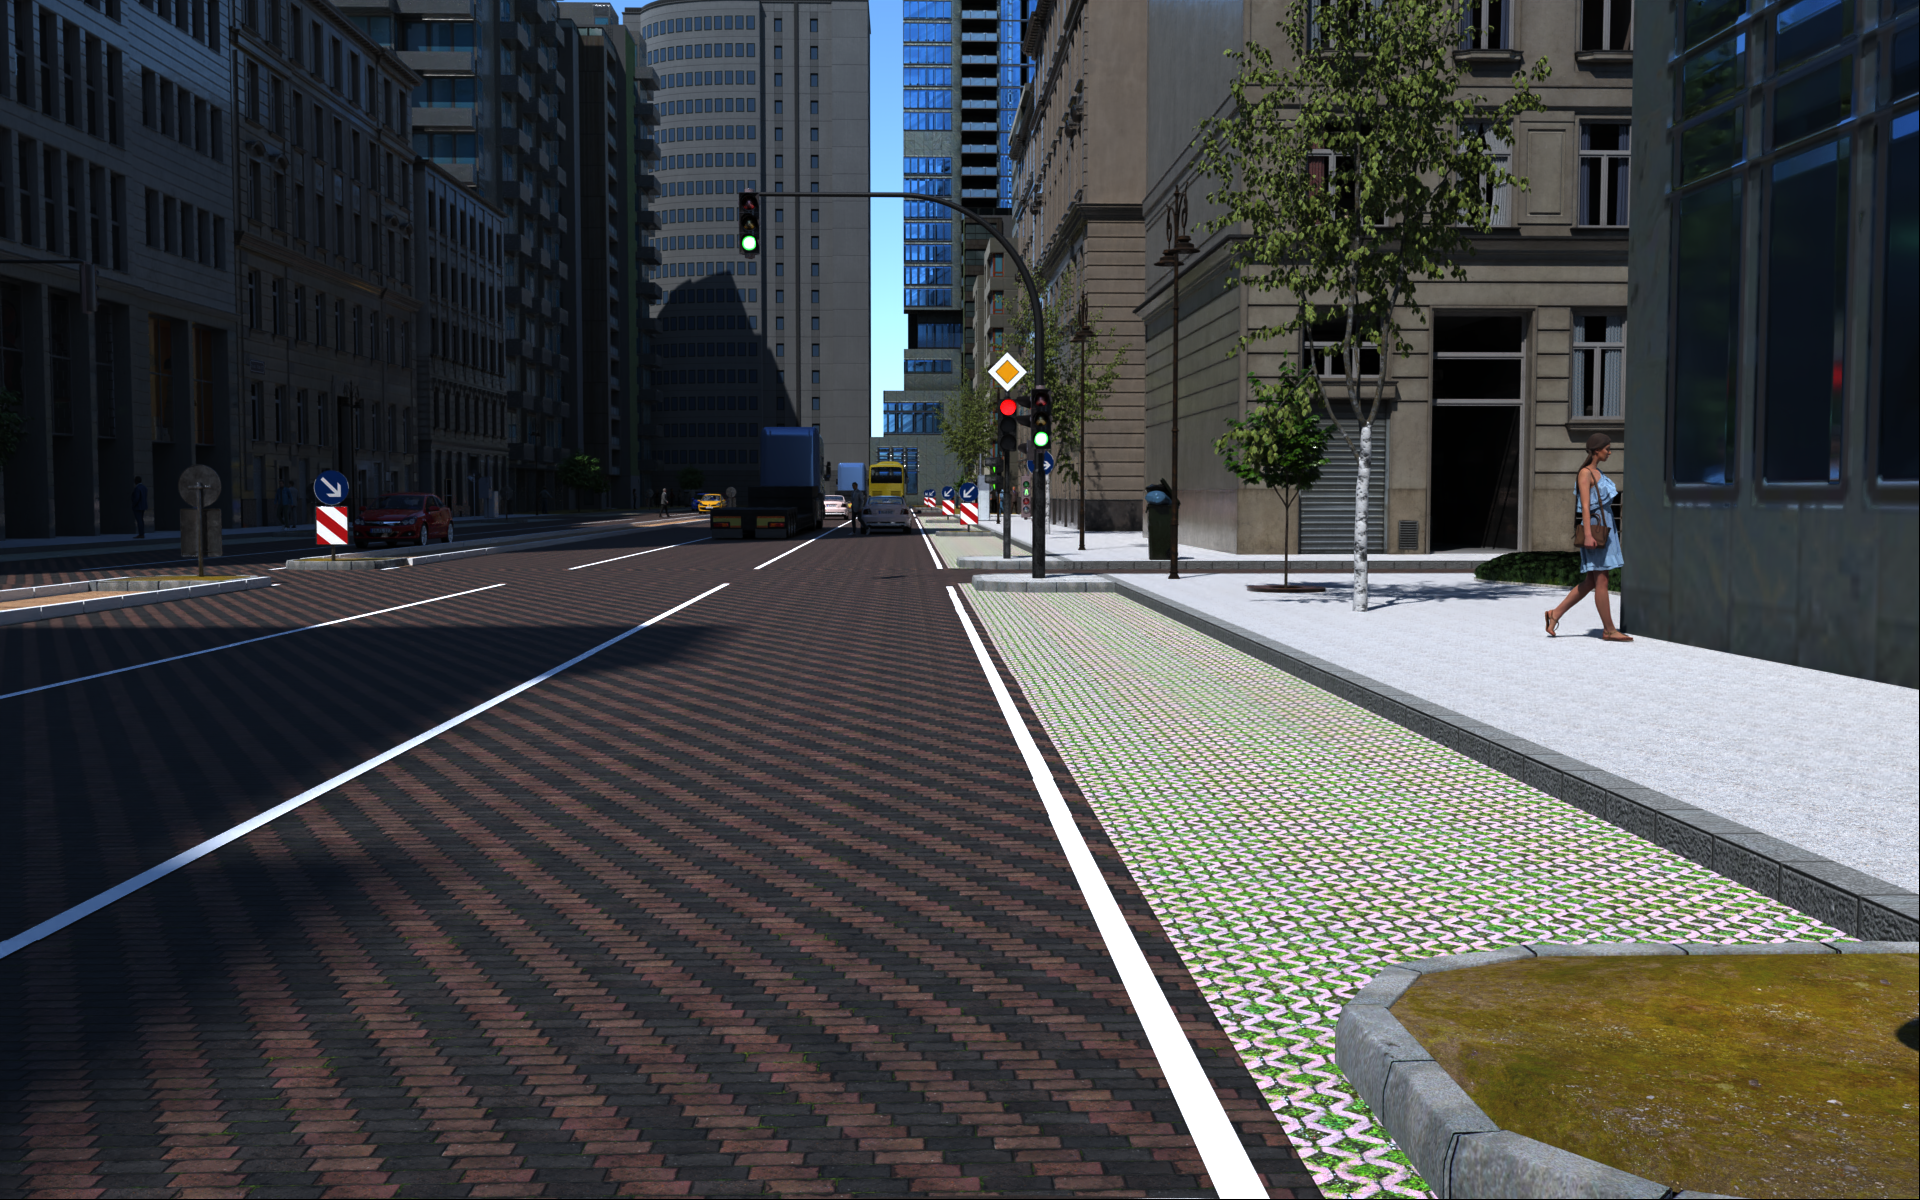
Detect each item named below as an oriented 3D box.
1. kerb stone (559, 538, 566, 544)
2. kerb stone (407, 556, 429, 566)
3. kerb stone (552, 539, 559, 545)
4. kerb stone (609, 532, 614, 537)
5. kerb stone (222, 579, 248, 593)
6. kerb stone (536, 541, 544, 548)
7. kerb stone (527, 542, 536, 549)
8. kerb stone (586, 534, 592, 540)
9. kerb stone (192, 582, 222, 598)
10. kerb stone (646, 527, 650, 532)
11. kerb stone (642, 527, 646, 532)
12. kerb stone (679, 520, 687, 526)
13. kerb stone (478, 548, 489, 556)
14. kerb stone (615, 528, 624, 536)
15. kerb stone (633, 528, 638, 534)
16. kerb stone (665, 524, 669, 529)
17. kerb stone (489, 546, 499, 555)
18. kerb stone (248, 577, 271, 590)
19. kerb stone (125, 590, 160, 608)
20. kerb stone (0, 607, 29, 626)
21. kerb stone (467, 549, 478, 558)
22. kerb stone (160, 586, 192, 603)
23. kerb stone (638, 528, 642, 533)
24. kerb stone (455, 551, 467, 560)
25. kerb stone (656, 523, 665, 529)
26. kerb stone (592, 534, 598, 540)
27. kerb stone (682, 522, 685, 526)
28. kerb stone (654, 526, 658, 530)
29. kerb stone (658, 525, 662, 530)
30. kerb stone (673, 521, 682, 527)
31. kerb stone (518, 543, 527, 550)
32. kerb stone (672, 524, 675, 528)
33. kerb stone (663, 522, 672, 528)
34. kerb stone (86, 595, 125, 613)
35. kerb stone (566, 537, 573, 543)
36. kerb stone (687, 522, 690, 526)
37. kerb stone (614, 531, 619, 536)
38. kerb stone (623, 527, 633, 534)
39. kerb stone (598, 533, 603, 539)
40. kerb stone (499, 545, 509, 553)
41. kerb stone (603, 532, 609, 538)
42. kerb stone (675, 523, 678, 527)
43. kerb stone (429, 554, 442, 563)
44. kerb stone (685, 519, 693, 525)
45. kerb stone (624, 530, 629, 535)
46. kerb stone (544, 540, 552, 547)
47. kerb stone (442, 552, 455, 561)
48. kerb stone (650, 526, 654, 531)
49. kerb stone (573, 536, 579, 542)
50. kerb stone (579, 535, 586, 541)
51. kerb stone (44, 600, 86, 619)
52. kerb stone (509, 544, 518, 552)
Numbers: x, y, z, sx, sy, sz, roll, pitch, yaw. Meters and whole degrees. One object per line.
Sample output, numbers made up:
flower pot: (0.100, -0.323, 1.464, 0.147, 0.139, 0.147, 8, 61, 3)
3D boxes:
kerb stone: (-11.473, -1.663, 49.445, 0.120, 0.150, 1.000, 0, 4, -2)
kerb stone: (-11.016, -0.787, 35.113, 0.120, 0.150, 1.000, 0, 4, -2)
kerb stone: (-11.441, -1.604, 48.423, 0.120, 0.150, 1.000, 0, 4, -2)
kerb stone: (-11.746, -2.170, 57.676, 0.120, 0.150, 1.000, 0, 4, -2)
kerb stone: (-10.702, -0.193, 25.345, 0.120, 0.150, 1.000, 0, 4, -2)
kerb stone: (-11.380, -1.479, 46.379, 0.120, 0.150, 1.000, 0, 4, -2)
kerb stone: (-11.344, -1.417, 45.357, 0.120, 0.150, 1.000, 0, 4, -2)
kerb stone: (-11.605, -1.916, 53.532, 0.120, 0.150, 1.000, 0, 4, -2)
kerb stone: (-10.661, -0.130, 24.316, 0.120, 0.150, 1.000, 0, 4, -2)
kerb stone: (-12.007, -2.669, 65.870, 0.120, 0.150, 1.000, 0, 4, -2)
kerb stone: (-11.978, -2.609, 64.848, 0.120, 0.150, 1.000, 0, 4, -2)
kerb stone: (-12.377, -3.355, 77.122, 0.120, 0.150, 1.000, 0, 4, -2)
kerb stone: (-11.183, -1.103, 40.231, 0.120, 0.150, 1.000, 0, 4, -2)
kerb stone: (-11.812, -2.295, 59.725, 0.120, 0.150, 1.000, 0, 4, -2)
kerb stone: (-11.909, -2.483, 62.797, 0.120, 0.150, 1.000, 0, 4, -2)
kerb stone: (-12.173, -2.984, 70.988, 0.120, 0.150, 1.000, 0, 4, -2)
kerb stone: (-11.211, -1.166, 41.261, 0.120, 0.150, 1.000, 0, 4, -2)
kerb stone: (-10.729, -0.255, 26.372, 0.120, 0.150, 1.000, 0, 4, -2)
kerb stone: (-10.596, -0.005, 22.271, 0.120, 0.150, 1.000, 0, 4, -2)
kerb stone: (-10.497, 0.184, 19.194, 0.120, 0.150, 1.000, 0, 4, -2)
kerb stone: (-11.143, -1.041, 39.209, 0.120, 0.150, 1.000, 0, 4, -2)
kerb stone: (-10.633, -0.065, 23.293, 0.120, 0.150, 1.000, 0, 4, -2)
kerb stone: (-11.942, -2.539, 63.823, 0.120, 0.150, 1.000, 0, 4, -2)
kerb stone: (-11.114, -0.978, 38.187, 0.120, 0.150, 1.000, 0, 4, -2)
kerb stone: (-12.141, -2.917, 69.966, 0.120, 0.150, 1.000, 0, 4, -2)
kerb stone: (-11.642, -1.980, 54.571, 0.120, 0.150, 1.000, 0, 4, -2)
kerb stone: (-12.338, -3.297, 76.100, 0.120, 0.150, 1.000, 0, 4, -2)
kerb stone: (-12.070, -2.796, 67.915, 0.120, 0.150, 1.000, 0, 4, -2)
kerb stone: (-12.106, -2.859, 68.939, 0.120, 0.150, 1.000, 0, 4, -2)
kerb stone: (-12.305, -3.231, 75.078, 0.120, 0.150, 1.000, 0, 4, -2)
kerb stone: (-11.306, -1.349, 44.334, 0.120, 0.150, 1.000, 0, 4, -2)
kerb stone: (-12.240, -3.109, 73.034, 0.120, 0.150, 1.000, 0, 4, -2)
kerb stone: (-12.208, -3.047, 72.013, 0.120, 0.150, 1.000, 0, 4, -2)
kerb stone: (-10.568, 0.058, 21.250, 0.120, 0.150, 1.000, 0, 4, -2)
kerb stone: (-11.511, -1.729, 50.467, 0.120, 0.150, 1.000, 0, 4, -2)
kerb stone: (-12.404, -3.422, 78.145, 0.120, 0.150, 1.000, 0, 4, -2)
kerb stone: (-11.773, -2.233, 58.697, 0.120, 0.150, 1.000, 0, 4, -2)
kerb stone: (-11.876, -2.415, 61.768, 0.120, 0.150, 1.000, 0, 4, -2)
kerb stone: (-11.677, -2.043, 55.606, 0.120, 0.150, 1.000, 0, 4, -2)
kerb stone: (-11.243, -1.229, 42.283, 0.120, 0.150, 1.000, 0, 4, -2)
kerb stone: (-11.704, -2.102, 56.648, 0.120, 0.150, 1.000, 0, 4, -2)
kerb stone: (-12.274, -3.166, 74.057, 0.120, 0.150, 1.000, 0, 4, -2)
kerb stone: (-11.051, -0.851, 36.139, 0.120, 0.150, 1.000, 0, 4, -2)
kerb stone: (-12.444, -3.485, 79.171, 0.120, 0.150, 1.000, 0, 4, -2)
kerb stone: (-11.836, -2.355, 60.747, 0.120, 0.150, 1.000, 0, 4, -2)
kerb stone: (-11.407, -1.542, 47.401, 0.120, 0.150, 1.000, 0, 4, -2)
kerb stone: (-11.079, -0.915, 37.163, 0.120, 0.150, 1.000, 0, 4, -2)
kerb stone: (-12.038, -2.733, 66.893, 0.120, 0.150, 1.000, 0, 4, -2)
kerb stone: (-11.544, -1.792, 51.488, 0.120, 0.150, 1.000, 0, 4, -2)
kerb stone: (-11.577, -1.854, 52.510, 0.120, 0.150, 1.000, 0, 4, -2)
kerb stone: (-10.537, 0.123, 20.228, 0.120, 0.150, 1.000, 0, 4, -2)
kerb stone: (-11.282, -1.288, 43.312, 0.120, 0.150, 1.000, 0, 4, -2)
